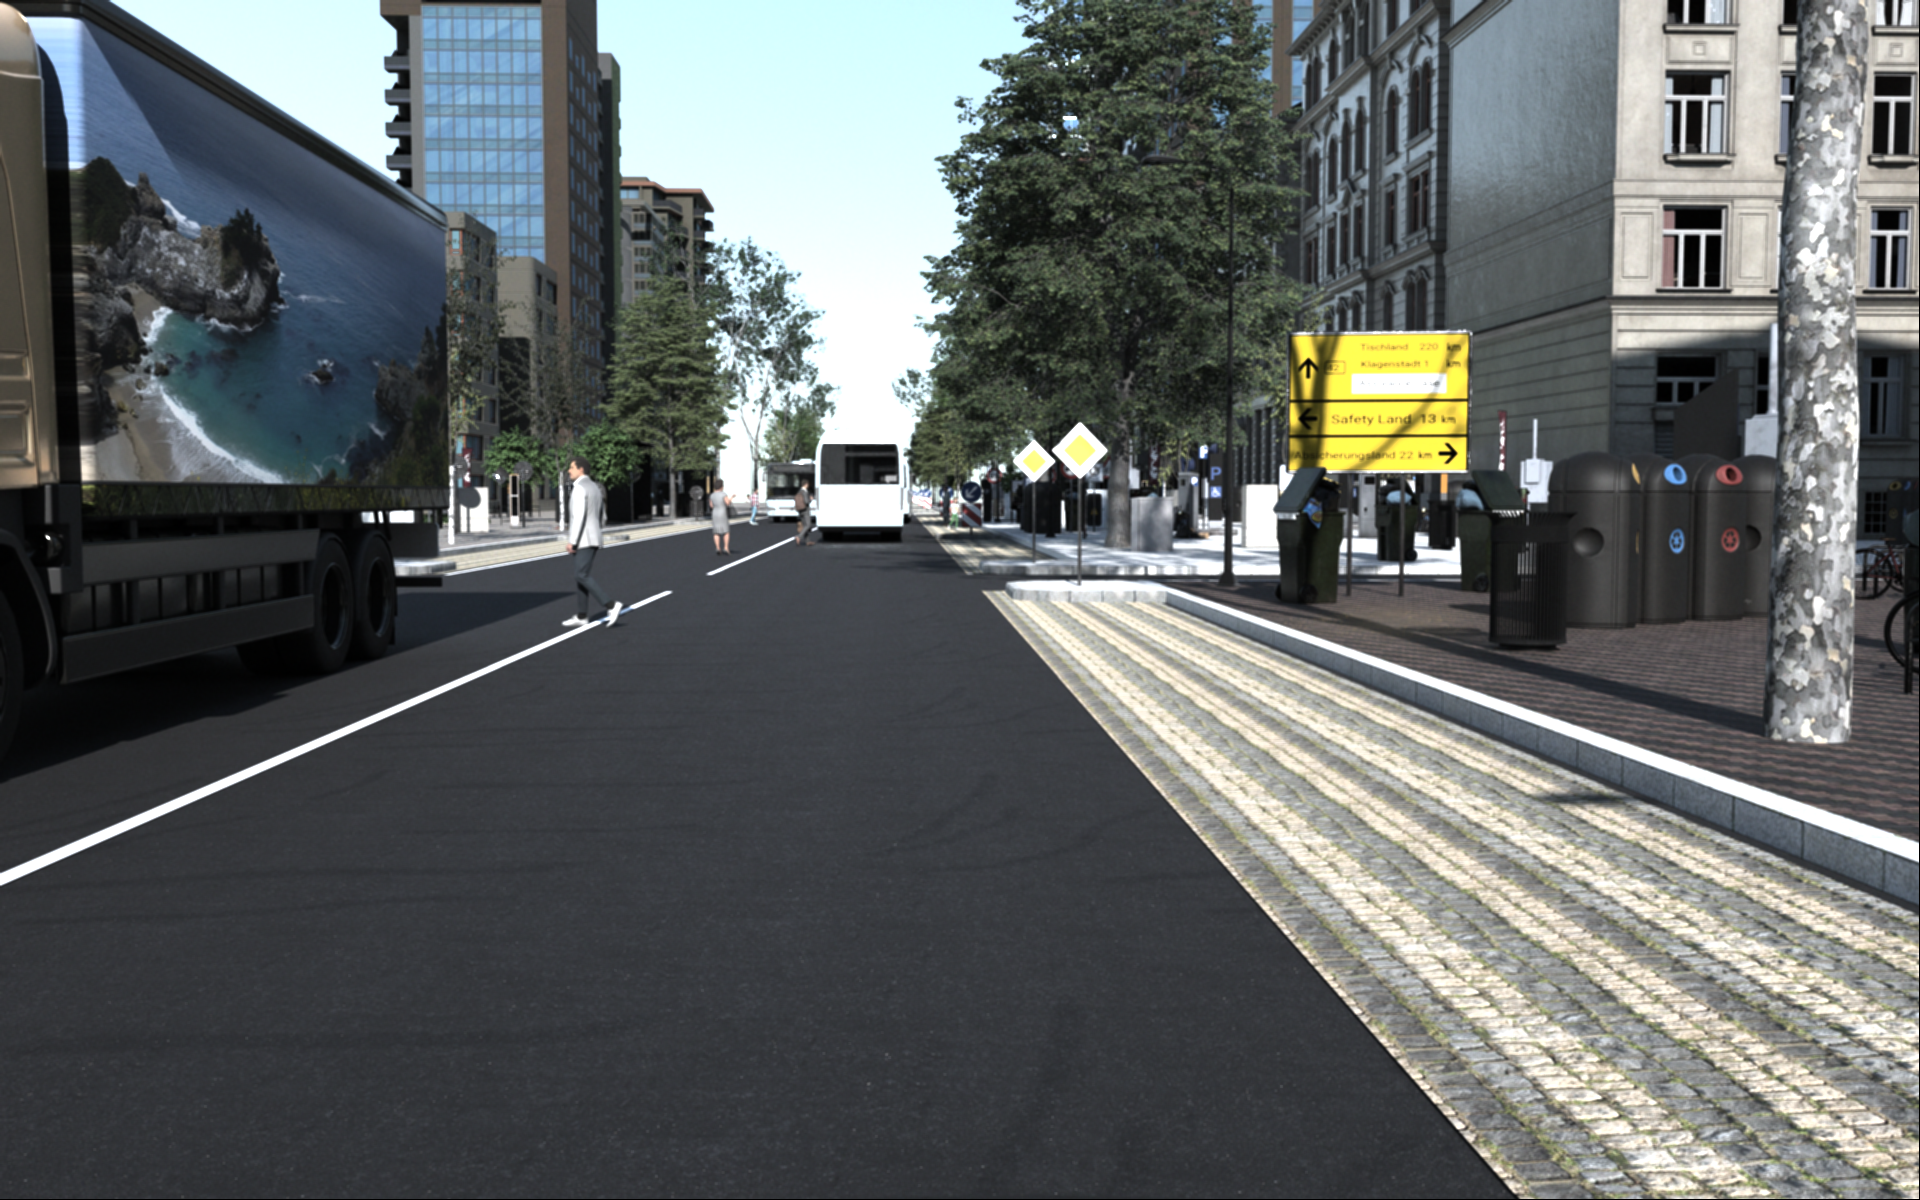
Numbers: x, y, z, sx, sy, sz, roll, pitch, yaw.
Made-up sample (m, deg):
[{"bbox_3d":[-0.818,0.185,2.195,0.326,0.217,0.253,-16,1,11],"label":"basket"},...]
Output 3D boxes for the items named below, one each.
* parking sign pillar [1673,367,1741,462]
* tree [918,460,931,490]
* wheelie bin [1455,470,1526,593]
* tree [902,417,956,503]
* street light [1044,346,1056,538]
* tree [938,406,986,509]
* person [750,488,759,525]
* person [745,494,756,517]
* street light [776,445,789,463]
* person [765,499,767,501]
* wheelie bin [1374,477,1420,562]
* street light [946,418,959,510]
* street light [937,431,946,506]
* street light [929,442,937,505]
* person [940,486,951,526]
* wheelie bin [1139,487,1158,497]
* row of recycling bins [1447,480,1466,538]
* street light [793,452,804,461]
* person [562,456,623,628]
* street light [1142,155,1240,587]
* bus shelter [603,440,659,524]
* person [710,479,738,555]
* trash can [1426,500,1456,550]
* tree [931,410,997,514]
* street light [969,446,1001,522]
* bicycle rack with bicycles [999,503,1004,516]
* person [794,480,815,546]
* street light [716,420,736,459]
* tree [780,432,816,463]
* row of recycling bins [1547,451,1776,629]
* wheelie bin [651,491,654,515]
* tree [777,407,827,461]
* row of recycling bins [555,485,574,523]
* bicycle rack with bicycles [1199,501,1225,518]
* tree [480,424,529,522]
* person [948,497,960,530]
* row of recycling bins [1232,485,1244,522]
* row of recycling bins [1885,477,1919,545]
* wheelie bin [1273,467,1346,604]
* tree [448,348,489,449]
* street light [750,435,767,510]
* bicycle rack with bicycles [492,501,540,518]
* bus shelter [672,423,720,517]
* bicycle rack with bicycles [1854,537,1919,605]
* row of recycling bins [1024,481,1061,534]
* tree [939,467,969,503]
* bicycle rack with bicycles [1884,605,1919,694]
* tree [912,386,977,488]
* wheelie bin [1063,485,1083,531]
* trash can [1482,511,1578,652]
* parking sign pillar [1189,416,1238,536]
[{"bbox_3d":[16.125,-2.993,37.414,1.447,3.967,1.447,3,5,42],"label":"parking sign pillar"},{"bbox_3d":[-3.040,-16.390,218.338,4.360,8.622,3.978,0,3,0],"label":"tree"},{"bbox_3d":[6.934,-0.910,22.791,0.980,1.594,0.693,-2,4,-30],"label":"wheelie bin"},{"bbox_3d":[-4.469,-20.335,249.485,9.611,12.733,9.660,0,3,0],"label":"tree"},{"bbox_3d":[2.130,-4.794,50.923,1.470,5.913,1.316,0,4,-2],"label":"street light"},{"bbox_3d":[0.057,-11.421,137.099,4.737,8.622,4.395,0,3,0],"label":"tree"},{"bbox_3d":[-9.670,-4.402,81.310,0.643,1.720,0.563,-2,4,-34],"label":"person"},{"bbox_3d":[-13.062,-5.907,108.269,0.628,1.438,0.799,1,4,10],"label":"person"},{"bbox_3d":[-16.738,-11.647,162.961,1.470,5.913,1.316,0,4,-2],"label":"street light"},{"bbox_3d":[-11.770,-6.137,109.666,1.217,1.723,0.721,-1,4,-14],"label":"person"},{"bbox_3d":[8.341,-1.540,33.091,0.693,1.594,0.980,-1,4,-16],"label":"wheelie bin"},{"bbox_3d":[0.066,-8.181,106.297,1.470,5.913,1.316,0,4,-2],"label":"street light"},{"bbox_3d":[-0.750,-9.542,128.550,1.470,5.913,1.316,0,4,-2],"label":"street light"},{"bbox_3d":[-1.797,-11.213,155.871,1.470,5.913,1.316,0,4,-2],"label":"street light"},{"bbox_3d":[-0.618,-4.251,78.099,0.391,1.810,0.635,-1,4,-22],"label":"person"},{"bbox_3d":[7.779,-3.946,72.432,0.980,1.594,0.693,0,4,5],"label":"wheelie bin"},{"bbox_3d":[15.299,-2.780,52.571,1.069,1.692,3.534,1,4,23],"label":"row of recycling bins"},{"bbox_3d":[-17.871,-13.396,191.563,1.470,5.913,1.316,0,4,-2],"label":"street light"},{"bbox_3d":[-3.974,-0.635,18.722,0.795,1.843,0.661,1,4,13],"label":"person"},{"bbox_3d":[3.190,-3.142,23.918,1.470,5.913,1.316,0,4,-2],"label":"street light"},{"bbox_3d":[-14.923,-5.336,78.525,1.731,3.624,6.357,0,4,-2],"label":"bus shelter"},{"bbox_3d":[-5.498,-1.944,40.641,0.716,1.782,0.532,2,4,27],"label":"person"},{"bbox_3d":[11.166,-1.739,40.094,0.748,1.137,0.748,0,3,0],"label":"trash can"},{"bbox_3d":[1.216,-9.762,109.971,4.360,8.622,3.978,0,3,0],"label":"tree"},{"bbox_3d":[1.165,-6.459,78.147,1.470,5.913,1.316,0,4,-2],"label":"street light"},{"bbox_3d":[3.383,-5.377,101.288,2.925,0.926,2.852,0,4,-8],"label":"bicycle rack with bicycles"},{"bbox_3d":[-4.332,-2.414,47.935,0.822,1.834,0.622,-3,5,-42],"label":"person"},{"bbox_3d":[-14.666,-8.291,108.097,1.470,5.913,1.316,0,4,-2],"label":"street light"},{"bbox_3d":[-19.050,-15.358,201.471,4.360,8.622,3.978,0,3,0],"label":"tree"},{"bbox_3d":[7.234,-0.641,17.590,3.534,1.692,1.069,-2,4,-33],"label":"row of recycling bins"},{"bbox_3d":[-16.193,-4.976,89.268,0.980,1.594,0.693,-3,4,-38],"label":"wheelie bin"},{"bbox_3d":[-20.095,-18.756,224.791,7.486,12.596,7.792,0,3,0],"label":"tree"},{"bbox_3d":[-17.522,-4.310,77.587,1.069,1.692,3.534,-1,4,-21],"label":"row of recycling bins"},{"bbox_3d":[13.855,-4.924,93.894,2.852,0.926,2.925,0,4,-6],"label":"bicycle rack with bicycles"},{"bbox_3d":[-20.692,-5.952,81.033,4.285,4.588,4.351,0,3,0],"label":"tree"},{"bbox_3d":[-0.242,-3.478,69.606,0.306,1.304,0.590,-3,5,-44],"label":"person"},{"bbox_3d":[13.883,-4.422,79.419,3.534,1.692,1.069,-2,4,-33],"label":"row of recycling bins"},{"bbox_3d":[22.457,-2.028,40.264,1.069,1.692,3.534,1,4,14],"label":"row of recycling bins"},{"bbox_3d":[4.141,-0.772,20.524,0.693,1.594,0.980,-1,4,-18],"label":"wheelie bin"},{"bbox_3d":[-25.183,-8.197,84.387,4.737,8.622,4.395,0,3,0],"label":"tree"},{"bbox_3d":[-15.783,-9.981,135.737,1.470,5.913,1.316,0,4,-2],"label":"street light"},{"bbox_3d":[-24.376,-5.022,95.494,2.852,0.926,2.925,-2,4,-27],"label":"bicycle rack with bicycles"},{"bbox_3d":[-15.444,-7.518,100.545,2.179,5.291,8.768,0,4,-2],"label":"bus shelter"},{"bbox_3d":[12.465,-0.494,21.459,2.925,0.926,2.852,2,4,25],"label":"bicycle rack with bicycles"},{"bbox_3d":[2.680,-3.081,57.485,1.069,1.692,3.534,0,4,-5],"label":"row of recycling bins"},{"bbox_3d":[-0.526,-11.579,173.031,4.285,4.588,4.351,0,3,0],"label":"tree"},{"bbox_3d":[7.336,0.141,11.077,2.852,0.926,2.925,-2,4,-33],"label":"bicycle rack with bicycles"},{"bbox_3d":[-0.963,-15.174,166.219,7.486,12.596,7.792,0,3,0],"label":"tree"},{"bbox_3d":[3.969,-3.176,59.844,0.693,1.594,0.980,-1,4,-19],"label":"wheelie bin"},{"bbox_3d":[4.685,-0.160,14.272,0.748,1.137,0.748,0,3,0],"label":"trash can"},{"bbox_3d":[7.980,-4.015,54.115,1.447,3.967,1.447,0,4,7],"label":"parking sign pillar"}]
